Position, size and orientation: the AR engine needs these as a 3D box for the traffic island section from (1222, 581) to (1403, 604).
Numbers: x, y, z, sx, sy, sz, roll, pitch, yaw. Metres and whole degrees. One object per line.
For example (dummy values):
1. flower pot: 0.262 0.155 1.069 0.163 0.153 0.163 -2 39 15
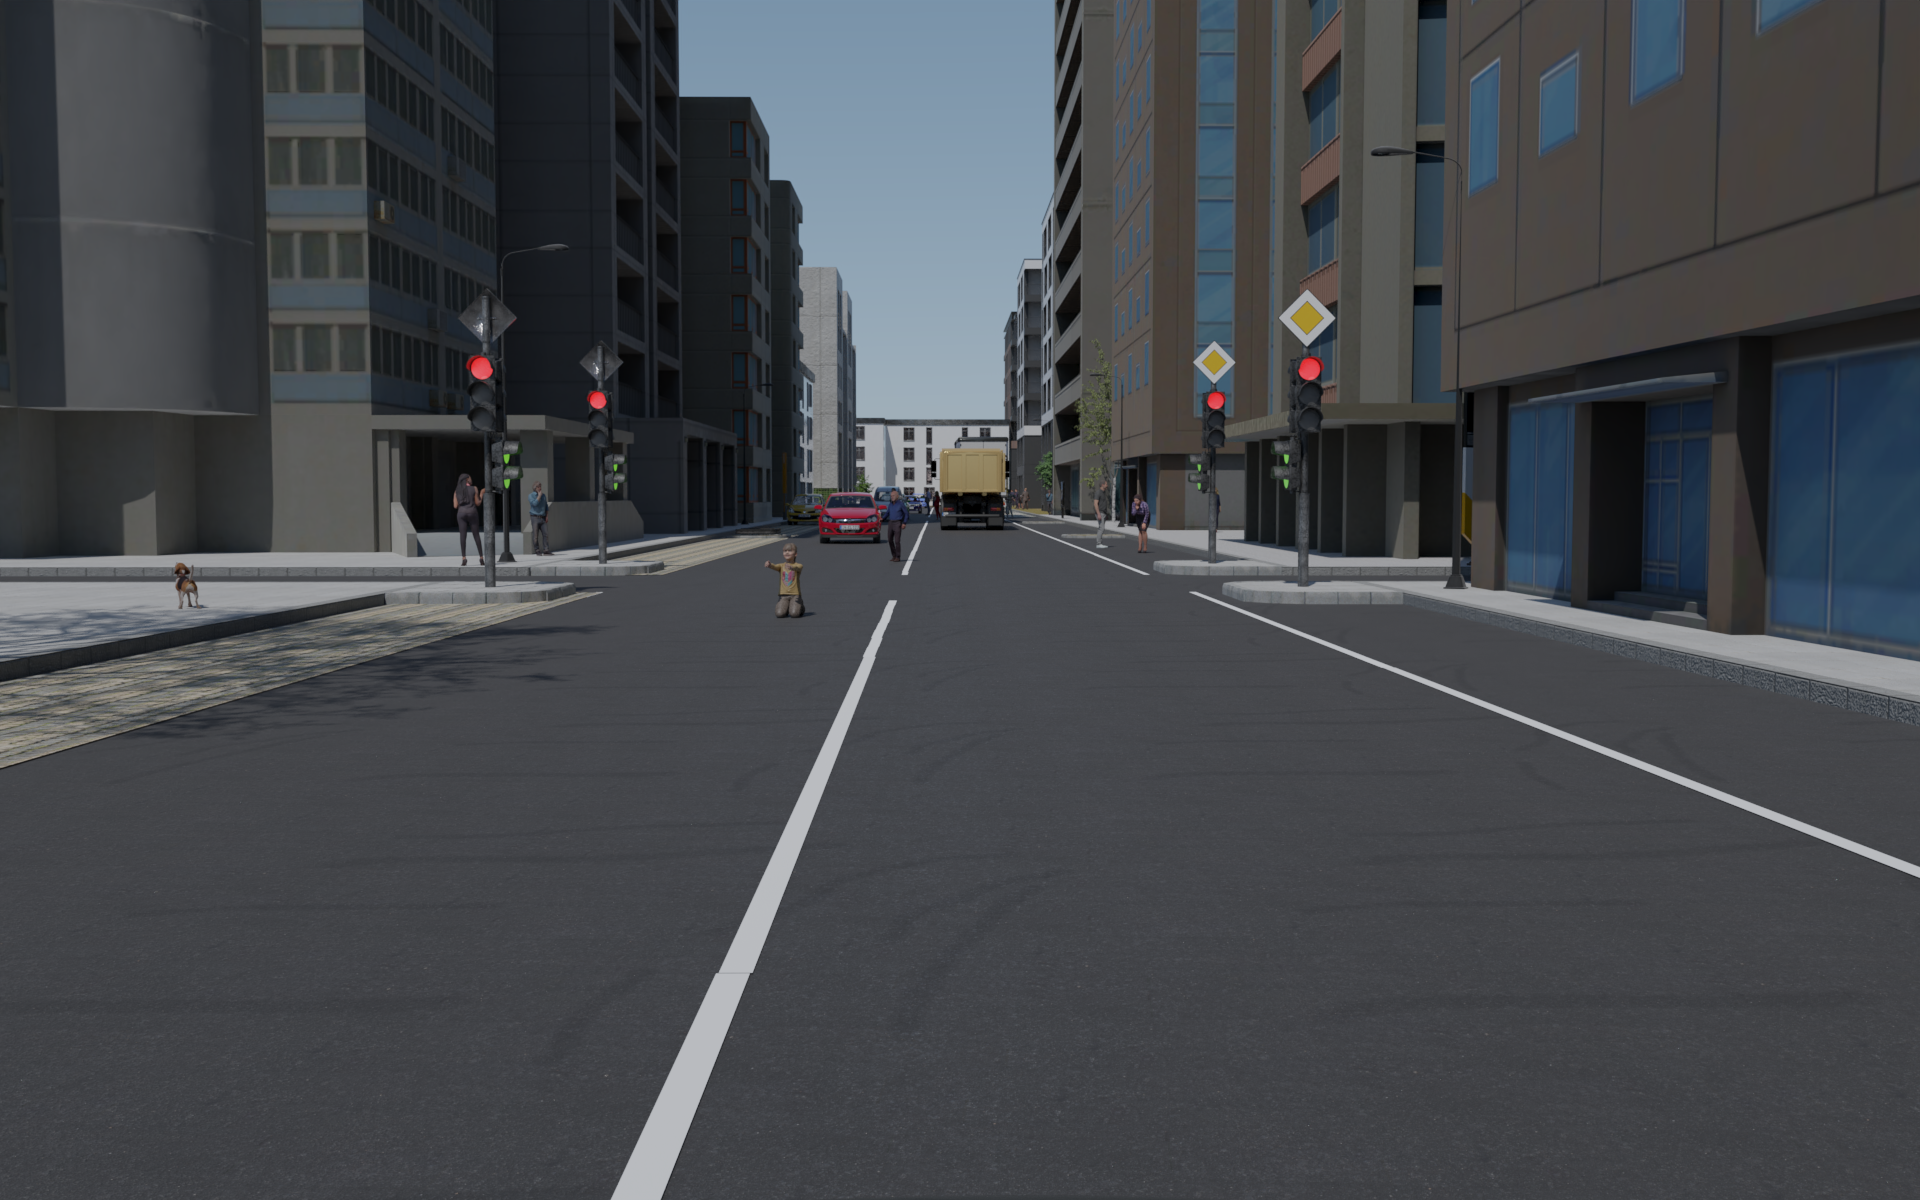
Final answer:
1. traffic island section: 4.773 -0.105 23.993 2.009 0.180 2.903 0 4 -1

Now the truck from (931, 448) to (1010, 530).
1. truck: 0.465 -4.648 71.926 3.469 3.379 9.791 0 4 0

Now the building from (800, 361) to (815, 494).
1. building: -14.691 -10.959 121.335 9.099 9.664 28.070 0 4 -1

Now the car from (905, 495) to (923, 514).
1. car: -3.666 -7.041 127.707 1.945 1.354 3.894 0 4 -1

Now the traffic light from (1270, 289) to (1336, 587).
1. traffic light: 4.733 -2.138 23.878 0.839 4.253 0.868 0 4 -1

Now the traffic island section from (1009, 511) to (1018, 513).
1. traffic island section: 3.438 -6.801 134.068 1.991 0.108 1.994 0 4 -1

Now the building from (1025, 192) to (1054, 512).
1. building: 20.068 -17.718 133.664 27.936 21.610 32.646 0 4 -1

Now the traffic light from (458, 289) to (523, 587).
1. traffic light: -6.448 -2.129 23.727 0.839 4.253 0.868 0 4 -1

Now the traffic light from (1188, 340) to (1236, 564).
1. traffic light: 4.636 -2.626 31.863 0.839 4.253 0.868 0 4 -1

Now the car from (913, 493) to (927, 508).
1. car: -4.220 -10.178 176.006 1.945 1.707 3.694 0 4 -3

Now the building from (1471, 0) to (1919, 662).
1. building: 13.685 -22.374 15.928 14.600 45.320 14.200 0 4 -1

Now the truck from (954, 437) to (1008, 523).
1. truck: 0.985 -6.201 90.295 2.839 4.237 11.283 0 4 -2

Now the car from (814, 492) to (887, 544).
1. car: -3.249 -2.600 51.557 2.155 1.783 4.494 0 4 -2

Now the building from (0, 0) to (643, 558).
1. building: -25.242 -21.420 42.099 32.217 40.220 23.993 0 4 -1

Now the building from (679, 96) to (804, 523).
1. building: -23.091 -14.977 89.915 27.650 21.520 28.899 0 4 -1

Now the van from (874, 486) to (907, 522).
1. van: -3.773 -5.113 90.616 2.013 2.044 4.112 0 4 0

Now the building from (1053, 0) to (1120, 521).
1. building: 16.356 -28.664 92.358 21.300 48.544 21.600 0 4 -1

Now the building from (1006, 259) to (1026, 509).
1. building: 19.309 -19.750 166.880 27.936 21.610 32.646 0 4 -1

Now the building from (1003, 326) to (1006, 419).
1. building: 21.912 -22.048 204.461 32.646 21.610 27.936 0 4 -1

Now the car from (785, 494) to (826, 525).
1. car: -7.024 -4.280 80.205 2.015 1.641 3.980 0 4 0

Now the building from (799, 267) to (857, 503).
1. building: -18.160 -17.387 150.735 16.747 18.905 31.486 0 4 -1

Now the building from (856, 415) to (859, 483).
1. building: -24.935 -14.486 178.999 28.070 9.664 9.099 0 4 -1

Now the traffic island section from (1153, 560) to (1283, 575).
1. traffic island section: 4.676 -0.593 31.977 2.009 0.180 2.903 0 4 -1

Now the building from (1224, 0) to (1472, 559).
1. building: 21.147 -23.720 42.449 28.867 44.769 22.147 0 4 -1

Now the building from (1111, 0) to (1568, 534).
1. building: 13.524 -25.471 66.568 14.600 45.320 14.200 0 4 -1

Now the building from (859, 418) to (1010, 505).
1. building: -8.428 -15.455 194.840 28.070 9.664 9.099 0 4 -1

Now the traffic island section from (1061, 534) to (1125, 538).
1. traffic island section: 4.369 -2.101 57.220 1.991 0.108 1.994 0 4 -1

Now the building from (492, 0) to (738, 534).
1. building: -19.203 -38.256 63.736 20.563 71.187 20.611 0 4 -1

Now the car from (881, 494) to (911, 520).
1. car: -3.715 -5.343 96.160 1.959 1.807 4.718 0 4 -1

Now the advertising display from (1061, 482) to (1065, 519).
1. advertising display: 5.399 -5.254 91.112 0.123 1.923 0.974 0 4 -2

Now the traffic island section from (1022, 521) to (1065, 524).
1. traffic island section: 4.036 -3.749 84.161 1.991 0.108 1.994 0 4 -1

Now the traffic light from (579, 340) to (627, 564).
1. traffic light: -6.544 -2.617 31.712 0.839 4.253 0.868 0 4 -1
